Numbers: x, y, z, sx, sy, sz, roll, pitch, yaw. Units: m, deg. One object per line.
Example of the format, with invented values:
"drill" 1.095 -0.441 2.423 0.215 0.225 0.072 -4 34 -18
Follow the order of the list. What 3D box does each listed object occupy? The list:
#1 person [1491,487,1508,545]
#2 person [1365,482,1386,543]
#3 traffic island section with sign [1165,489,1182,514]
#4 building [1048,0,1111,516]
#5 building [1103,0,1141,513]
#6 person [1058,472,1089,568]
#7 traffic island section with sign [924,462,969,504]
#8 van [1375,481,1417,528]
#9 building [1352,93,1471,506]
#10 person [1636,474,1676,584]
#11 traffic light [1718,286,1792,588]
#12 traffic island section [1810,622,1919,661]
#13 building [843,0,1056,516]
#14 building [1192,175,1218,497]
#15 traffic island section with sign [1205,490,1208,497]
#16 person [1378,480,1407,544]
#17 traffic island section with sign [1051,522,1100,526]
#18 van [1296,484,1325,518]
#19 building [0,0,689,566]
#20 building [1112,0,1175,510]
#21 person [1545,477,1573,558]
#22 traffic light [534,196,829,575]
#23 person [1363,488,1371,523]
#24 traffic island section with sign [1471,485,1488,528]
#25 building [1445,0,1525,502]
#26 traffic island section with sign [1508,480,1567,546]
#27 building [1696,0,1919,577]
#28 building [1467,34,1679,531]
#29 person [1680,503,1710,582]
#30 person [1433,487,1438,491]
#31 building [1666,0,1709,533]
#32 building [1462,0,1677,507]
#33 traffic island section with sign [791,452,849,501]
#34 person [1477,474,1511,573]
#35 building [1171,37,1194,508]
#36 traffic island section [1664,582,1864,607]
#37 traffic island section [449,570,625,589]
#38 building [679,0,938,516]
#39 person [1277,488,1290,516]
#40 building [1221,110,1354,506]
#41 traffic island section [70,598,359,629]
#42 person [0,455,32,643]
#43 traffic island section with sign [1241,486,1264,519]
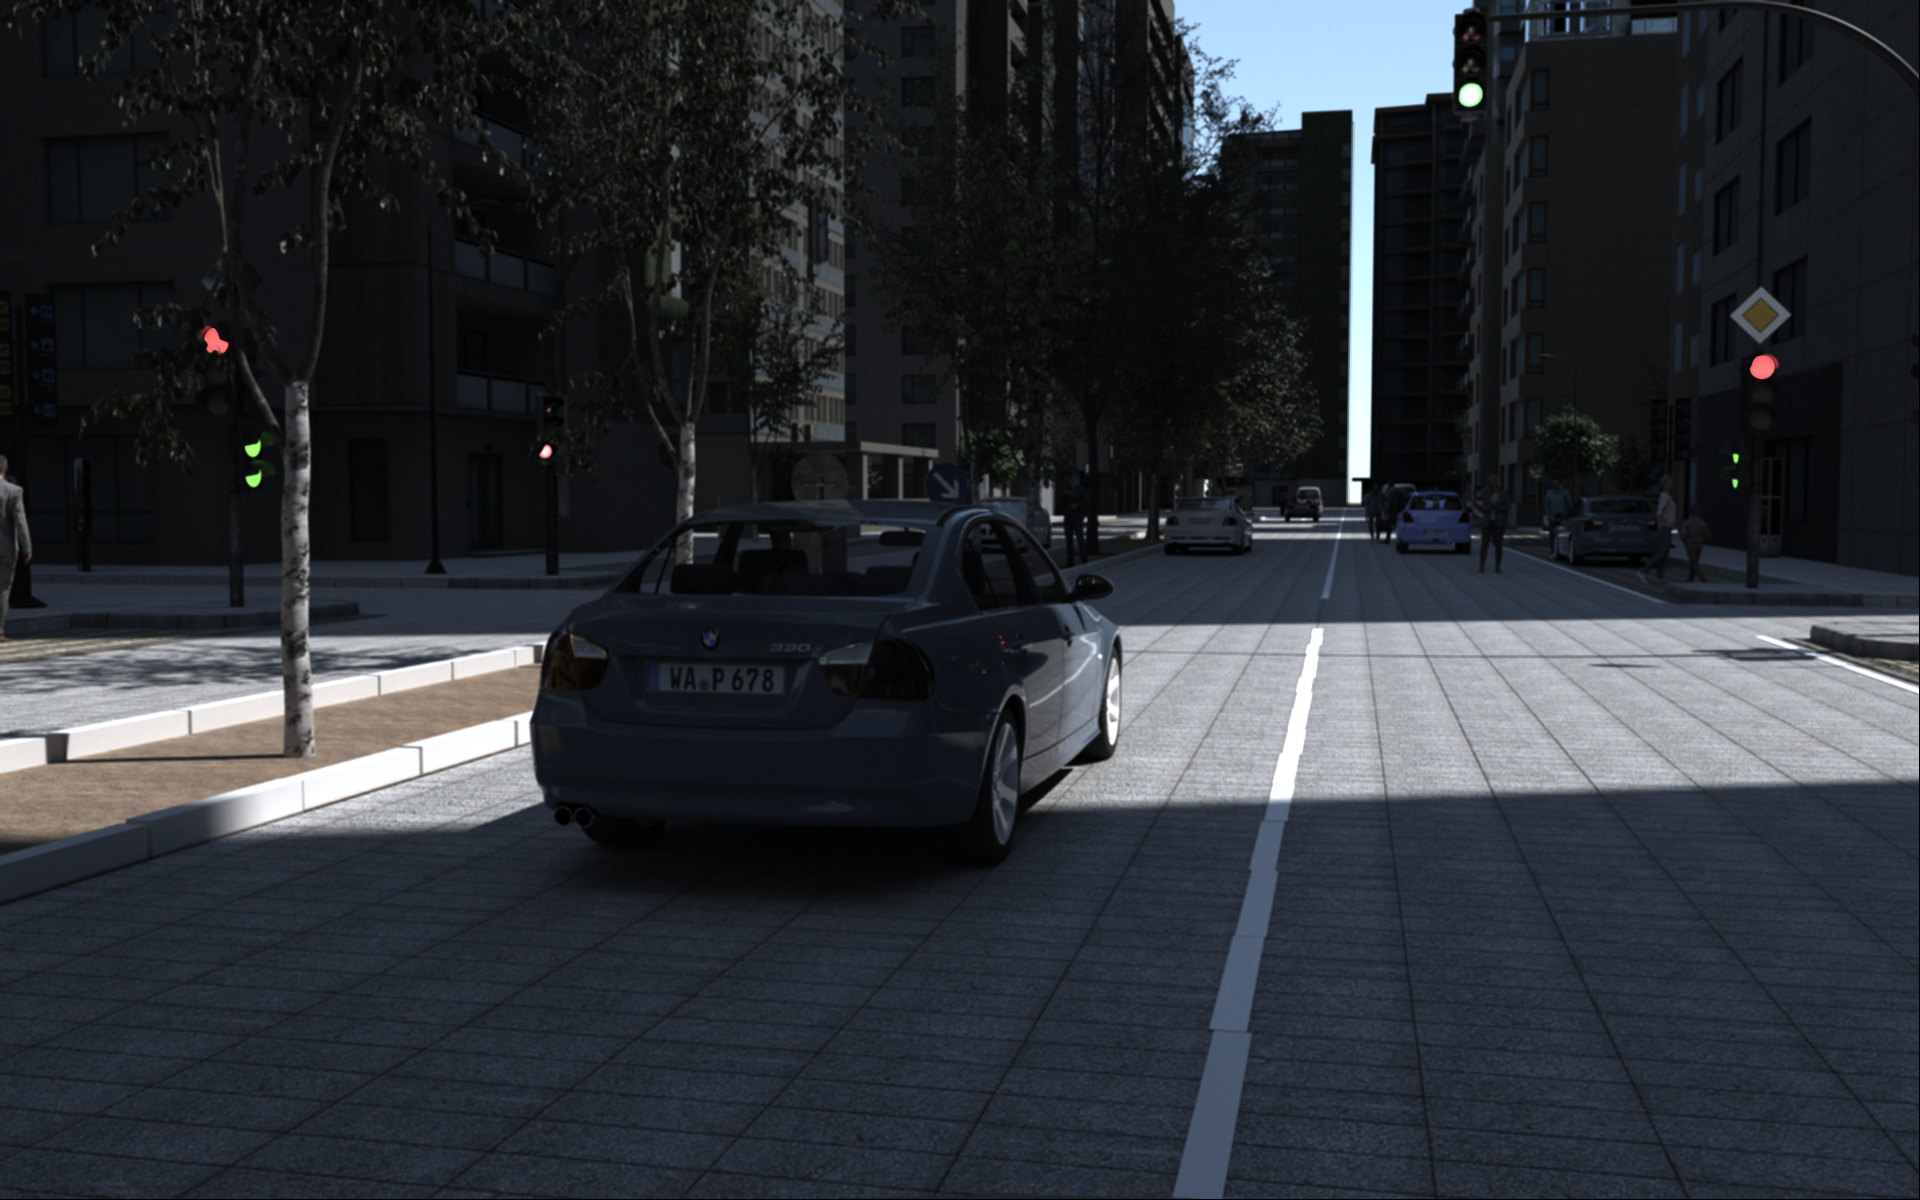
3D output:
"person" 14.909 -2.403 48.139 0.444 1.785 0.601 -3 4 -37
"person" 12.241 -2.578 50.988 0.601 1.785 0.444 1 4 17
"traffic island section with sign" 16.103 -7.225 126.758 1.989 1.847 2.006 1 4 13
"building" 1.677 -28.083 109.275 14.600 45.320 14.200 1 4 13
"building" 2.742 -42.106 126.686 20.563 71.187 20.611 1 4 13
"person" 2.178 -1.525 33.233 0.655 1.846 0.447 2 4 33
"traffic island section with sign" -0.054 -1.075 25.705 2.006 1.907 1.989 1 4 13
"van" 18.019 -3.938 71.406 2.013 2.044 4.112 1 4 11
"building" 57.607 -32.621 187.973 28.867 44.769 22.147 1 4 13
"person" 11.056 -1.119 27.463 0.598 1.740 0.731 1 4 12
"traffic light" 10.787 -2.116 23.517 0.839 4.253 0.868 1 4 13
"traffic island section" 9.078 0.395 15.830 2.009 0.180 2.903 1 4 13
"building" -2.751 -19.840 96.081 14.160 30.474 14.107 1 4 13
"building" 18.858 -31.187 201.786 23.993 40.220 32.217 1 4 13
"traffic island section with sign" 22.010 -8.838 153.124 1.989 1.847 2.006 1 4 13
"person" 12.372 -2.502 49.378 0.822 1.834 0.622 2 4 31
"traffic island section with sign" 5.275 -4.270 78.448 1.989 1.847 2.006 1 4 13
"van" 21.086 -5.983 104.837 2.013 2.044 4.112 1 4 11
"building" -14.939 -21.556 36.034 14.154 41.232 14.086 1 4 13
"building" 6.566 -32.105 148.619 21.300 48.544 21.600 1 4 13
"person" 13.388 -1.842 38.639 0.660 1.820 0.620 2 4 32
"traffic light" -4.391 -3.196 26.927 4.771 5.953 1.251 1 4 13
"person" 20.356 -4.711 86.369 0.563 1.720 0.643 2 4 34
"traffic island section with sign" 22.236 -4.028 74.483 1.989 1.847 2.006 1 4 13
"building" 55.544 -32.520 151.314 23.786 49.044 30.456 1 4 13
"traffic island section with sign" 16.335 -2.419 48.179 1.989 1.847 2.006 1 4 13
"building" 26.617 -36.208 30.257 20.611 71.187 20.563 1 4 13
"building" 38.228 -14.224 77.601 27.650 21.520 28.899 1 4 13
"person" 10.936 -0.798 25.818 0.475 1.303 0.640 -2 4 -24
"person" 23.417 -4.693 85.459 0.478 1.798 0.641 -3 4 -39
"building" 28.619 -24.326 47.837 14.600 45.320 14.200 1 4 13
"building" 48.080 -49.373 119.912 22.319 86.520 31.000 1 4 13
"traffic island section with sign" -1.683 -0.633 18.478 2.006 1.907 1.989 1 4 13
"person" 9.719 -1.393 31.460 0.537 1.800 0.526 2 4 35
"building" 14.922 -31.715 168.645 14.200 45.320 14.600 1 4 13
"traffic island section" 10.824 -0.082 23.622 2.009 0.180 2.903 1 4 13
"traffic island section" -6.488 -0.319 27.493 2.009 0.180 2.903 1 4 13
"building" -17.760 -22.781 64.350 32.217 40.220 23.993 1 4 13
"person" 21.348 -6.477 114.413 0.705 1.823 1.348 -2 4 -30
"building" 35.519 -30.914 189.042 14.086 41.232 14.154 1 4 13
"traffic island section" -8.234 0.158 19.700 2.009 0.180 2.903 1 4 13
"person" -9.232 -0.485 16.548 0.709 1.813 0.853 -1 4 -14
"traffic island section with sign" 16.370 -5.559 99.033 2.006 1.907 1.989 1 4 13
